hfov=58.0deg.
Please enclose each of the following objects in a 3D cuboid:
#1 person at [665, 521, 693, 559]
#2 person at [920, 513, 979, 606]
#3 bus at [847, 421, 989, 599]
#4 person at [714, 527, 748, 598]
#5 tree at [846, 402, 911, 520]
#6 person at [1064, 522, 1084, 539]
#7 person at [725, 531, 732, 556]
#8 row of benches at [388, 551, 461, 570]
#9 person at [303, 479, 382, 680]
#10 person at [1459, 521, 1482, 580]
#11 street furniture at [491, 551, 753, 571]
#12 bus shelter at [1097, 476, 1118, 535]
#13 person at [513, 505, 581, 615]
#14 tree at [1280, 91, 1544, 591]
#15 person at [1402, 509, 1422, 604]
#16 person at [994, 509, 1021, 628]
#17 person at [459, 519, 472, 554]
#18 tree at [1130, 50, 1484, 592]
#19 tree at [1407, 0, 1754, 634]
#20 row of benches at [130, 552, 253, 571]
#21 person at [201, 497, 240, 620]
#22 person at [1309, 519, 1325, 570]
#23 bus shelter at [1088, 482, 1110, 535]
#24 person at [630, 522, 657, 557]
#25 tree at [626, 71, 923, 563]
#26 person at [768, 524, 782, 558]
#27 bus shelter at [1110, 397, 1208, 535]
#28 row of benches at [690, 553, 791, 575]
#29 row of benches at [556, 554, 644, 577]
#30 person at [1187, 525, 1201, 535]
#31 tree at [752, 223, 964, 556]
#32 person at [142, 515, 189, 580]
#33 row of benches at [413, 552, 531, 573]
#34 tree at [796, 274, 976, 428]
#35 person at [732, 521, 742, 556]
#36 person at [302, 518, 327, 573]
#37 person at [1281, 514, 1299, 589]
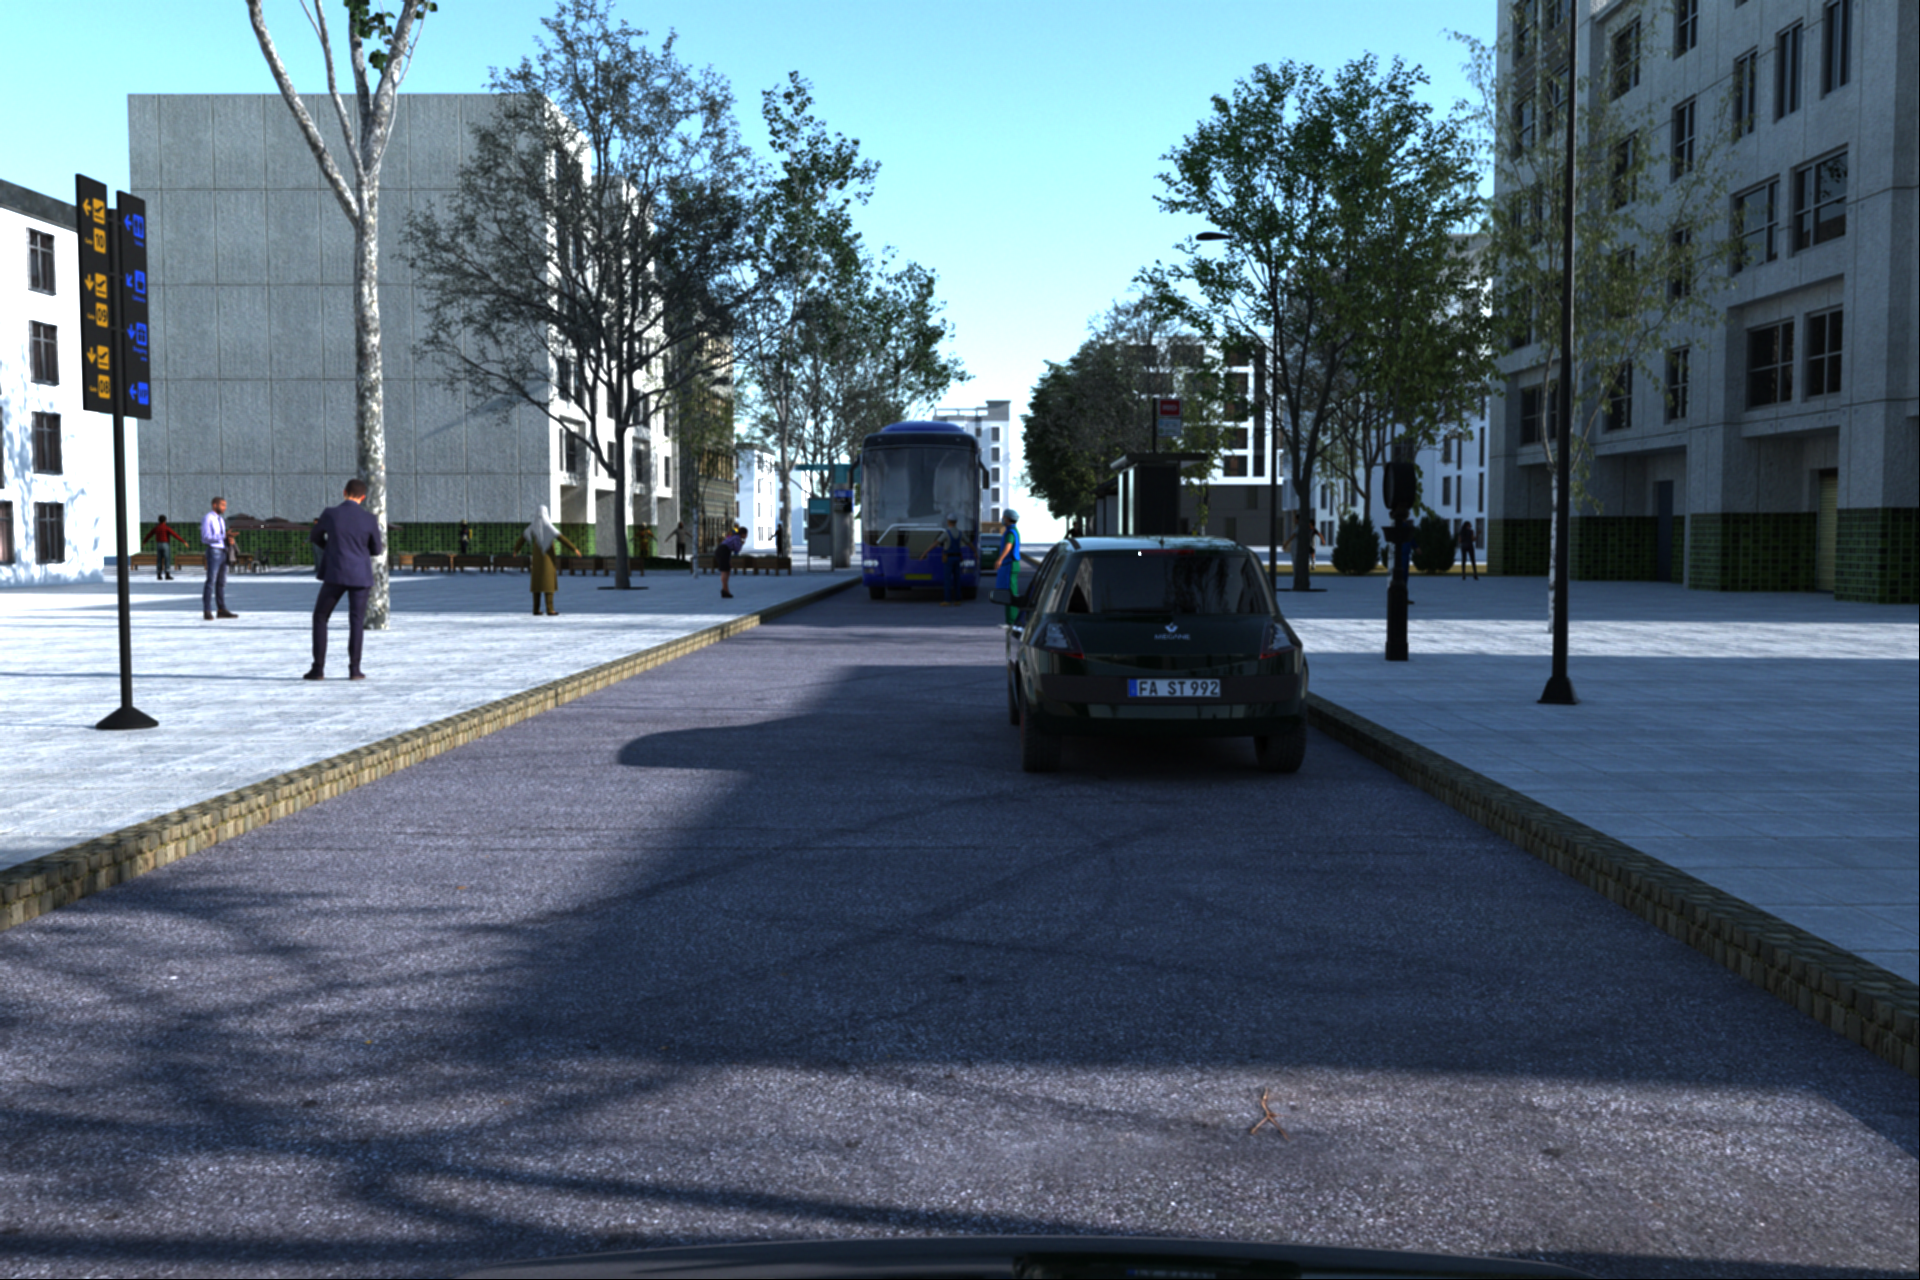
[{"bbox_3d":[-11.475,-3.981,71.223,1.348,1.813,0.705,-1,4,-19],"label":"person"},{"bbox_3d":[-0.168,-1.602,34.512,1.347,1.847,0.705,-2,4,-30],"label":"person"},{"bbox_3d":[-0.753,-3.040,41.249,2.896,3.916,12.251,0,4,1],"label":"bus"},{"bbox_3d":[-4.595,-1.561,34.799,0.697,1.427,0.421,-2,4,-28],"label":"person"},{"bbox_3d":[-6.426,-13.928,145.846,7.486,12.596,7.792,0,3,0],"label":"tree"},{"bbox_3d":[4.845,-4.066,72.667,1.347,1.806,0.705,-2,4,-30],"label":"person"},{"bbox_3d":[-11.309,-4.659,85.444,0.599,1.433,0.991,3,5,40],"label":"person"},{"bbox_3d":[-19.770,-2.864,62.297,1.422,0.672,4.104,3,5,42],"label":"row of benches"},{"bbox_3d":[-5.484,-0.543,15.368,0.683,1.767,0.568,-1,4,-20],"label":"person"},{"bbox_3d":[14.234,-2.498,48.359,0.593,1.643,0.415,0,4,-7],"label":"person"},{"bbox_3d":[-12.173,-2.927,63.483,10.072,0.657,5.734,1,4,17],"label":"street furniture"},{"bbox_3d":[5.743,-3.875,57.277,2.014,3.302,5.546,0,3,0],"label":"bus shelter"},{"bbox_3d":[-6.554,-1.263,27.422,1.217,1.736,0.721,1,4,19],"label":"person"},{"bbox_3d":[7.696,-4.849,29.637,4.737,8.622,4.395,0,3,0],"label":"tree"},{"bbox_3d":[8.105,-1.574,31.620,0.705,1.842,1.347,2,4,33],"label":"person"},{"bbox_3d":[0.731,-1.092,26.431,0.704,1.817,1.347,1,4,10],"label":"person"},{"bbox_3d":[-19.507,-3.806,68.014,0.705,1.856,1.354,-1,4,-17],"label":"person"},{"bbox_3d":[7.643,-6.887,38.362,9.928,11.665,9.643,0,3,0],"label":"tree"},{"bbox_3d":[7.442,-4.391,22.147,4.360,8.622,3.978,0,3,0],"label":"tree"},{"bbox_3d":[-27.264,-2.805,61.324,4.104,0.672,1.422,-1,4,-12],"label":"row of benches"},{"bbox_3d":[-11.093,-1.236,26.119,0.599,1.838,0.709,0,4,4],"label":"person"},{"bbox_3d":[12.455,-3.396,61.666,0.704,1.843,1.345,-3,5,-43],"label":"person"},{"bbox_3d":[5.886,-4.229,63.068,2.014,3.302,5.546,0,4,0],"label":"bus shelter"},{"bbox_3d":[-15.209,-4.745,83.356,1.354,1.858,0.705,0,4,8],"label":"person"},{"bbox_3d":[-8.058,-13.315,73.586,12.611,20.169,13.585,0,3,0],"label":"tree"},{"bbox_3d":[-9.032,-4.917,86.620,0.704,1.802,1.346,3,5,40],"label":"person"},{"bbox_3d":[5.417,-4.347,48.706,2.179,5.291,8.768,0,4,1],"label":"bus shelter"},{"bbox_3d":[-7.063,-2.426,55.121,4.104,0.672,1.422,3,4,39],"label":"row of benches"},{"bbox_3d":[-11.516,-2.325,53.477,4.104,0.672,1.422,2,4,32],"label":"row of benches"},{"bbox_3d":[12.282,-5.186,91.256,1.216,1.772,0.721,-1,4,-19],"label":"person"},{"bbox_3d":[-6.084,-15.182,104.117,12.611,20.169,13.585,0,3,0],"label":"tree"},{"bbox_3d":[-22.332,-2.597,48.574,1.345,1.816,0.704,0,4,4],"label":"person"},{"bbox_3d":[-16.397,-2.594,57.878,4.104,0.672,1.422,1,4,11],"label":"row of benches"},{"bbox_3d":[-4.618,-16.445,124.766,12.611,20.169,13.585,0,3,0],"label":"tree"},{"bbox_3d":[-9.757,-4.269,75.761,0.705,1.833,1.349,0,4,6],"label":"person"},{"bbox_3d":[-21.136,-3.103,56.923,1.347,1.806,0.705,2,4,35],"label":"person"},{"bbox_3d":[7.553,-1.973,39.029,0.721,1.739,1.217,2,4,35],"label":"person"}]
